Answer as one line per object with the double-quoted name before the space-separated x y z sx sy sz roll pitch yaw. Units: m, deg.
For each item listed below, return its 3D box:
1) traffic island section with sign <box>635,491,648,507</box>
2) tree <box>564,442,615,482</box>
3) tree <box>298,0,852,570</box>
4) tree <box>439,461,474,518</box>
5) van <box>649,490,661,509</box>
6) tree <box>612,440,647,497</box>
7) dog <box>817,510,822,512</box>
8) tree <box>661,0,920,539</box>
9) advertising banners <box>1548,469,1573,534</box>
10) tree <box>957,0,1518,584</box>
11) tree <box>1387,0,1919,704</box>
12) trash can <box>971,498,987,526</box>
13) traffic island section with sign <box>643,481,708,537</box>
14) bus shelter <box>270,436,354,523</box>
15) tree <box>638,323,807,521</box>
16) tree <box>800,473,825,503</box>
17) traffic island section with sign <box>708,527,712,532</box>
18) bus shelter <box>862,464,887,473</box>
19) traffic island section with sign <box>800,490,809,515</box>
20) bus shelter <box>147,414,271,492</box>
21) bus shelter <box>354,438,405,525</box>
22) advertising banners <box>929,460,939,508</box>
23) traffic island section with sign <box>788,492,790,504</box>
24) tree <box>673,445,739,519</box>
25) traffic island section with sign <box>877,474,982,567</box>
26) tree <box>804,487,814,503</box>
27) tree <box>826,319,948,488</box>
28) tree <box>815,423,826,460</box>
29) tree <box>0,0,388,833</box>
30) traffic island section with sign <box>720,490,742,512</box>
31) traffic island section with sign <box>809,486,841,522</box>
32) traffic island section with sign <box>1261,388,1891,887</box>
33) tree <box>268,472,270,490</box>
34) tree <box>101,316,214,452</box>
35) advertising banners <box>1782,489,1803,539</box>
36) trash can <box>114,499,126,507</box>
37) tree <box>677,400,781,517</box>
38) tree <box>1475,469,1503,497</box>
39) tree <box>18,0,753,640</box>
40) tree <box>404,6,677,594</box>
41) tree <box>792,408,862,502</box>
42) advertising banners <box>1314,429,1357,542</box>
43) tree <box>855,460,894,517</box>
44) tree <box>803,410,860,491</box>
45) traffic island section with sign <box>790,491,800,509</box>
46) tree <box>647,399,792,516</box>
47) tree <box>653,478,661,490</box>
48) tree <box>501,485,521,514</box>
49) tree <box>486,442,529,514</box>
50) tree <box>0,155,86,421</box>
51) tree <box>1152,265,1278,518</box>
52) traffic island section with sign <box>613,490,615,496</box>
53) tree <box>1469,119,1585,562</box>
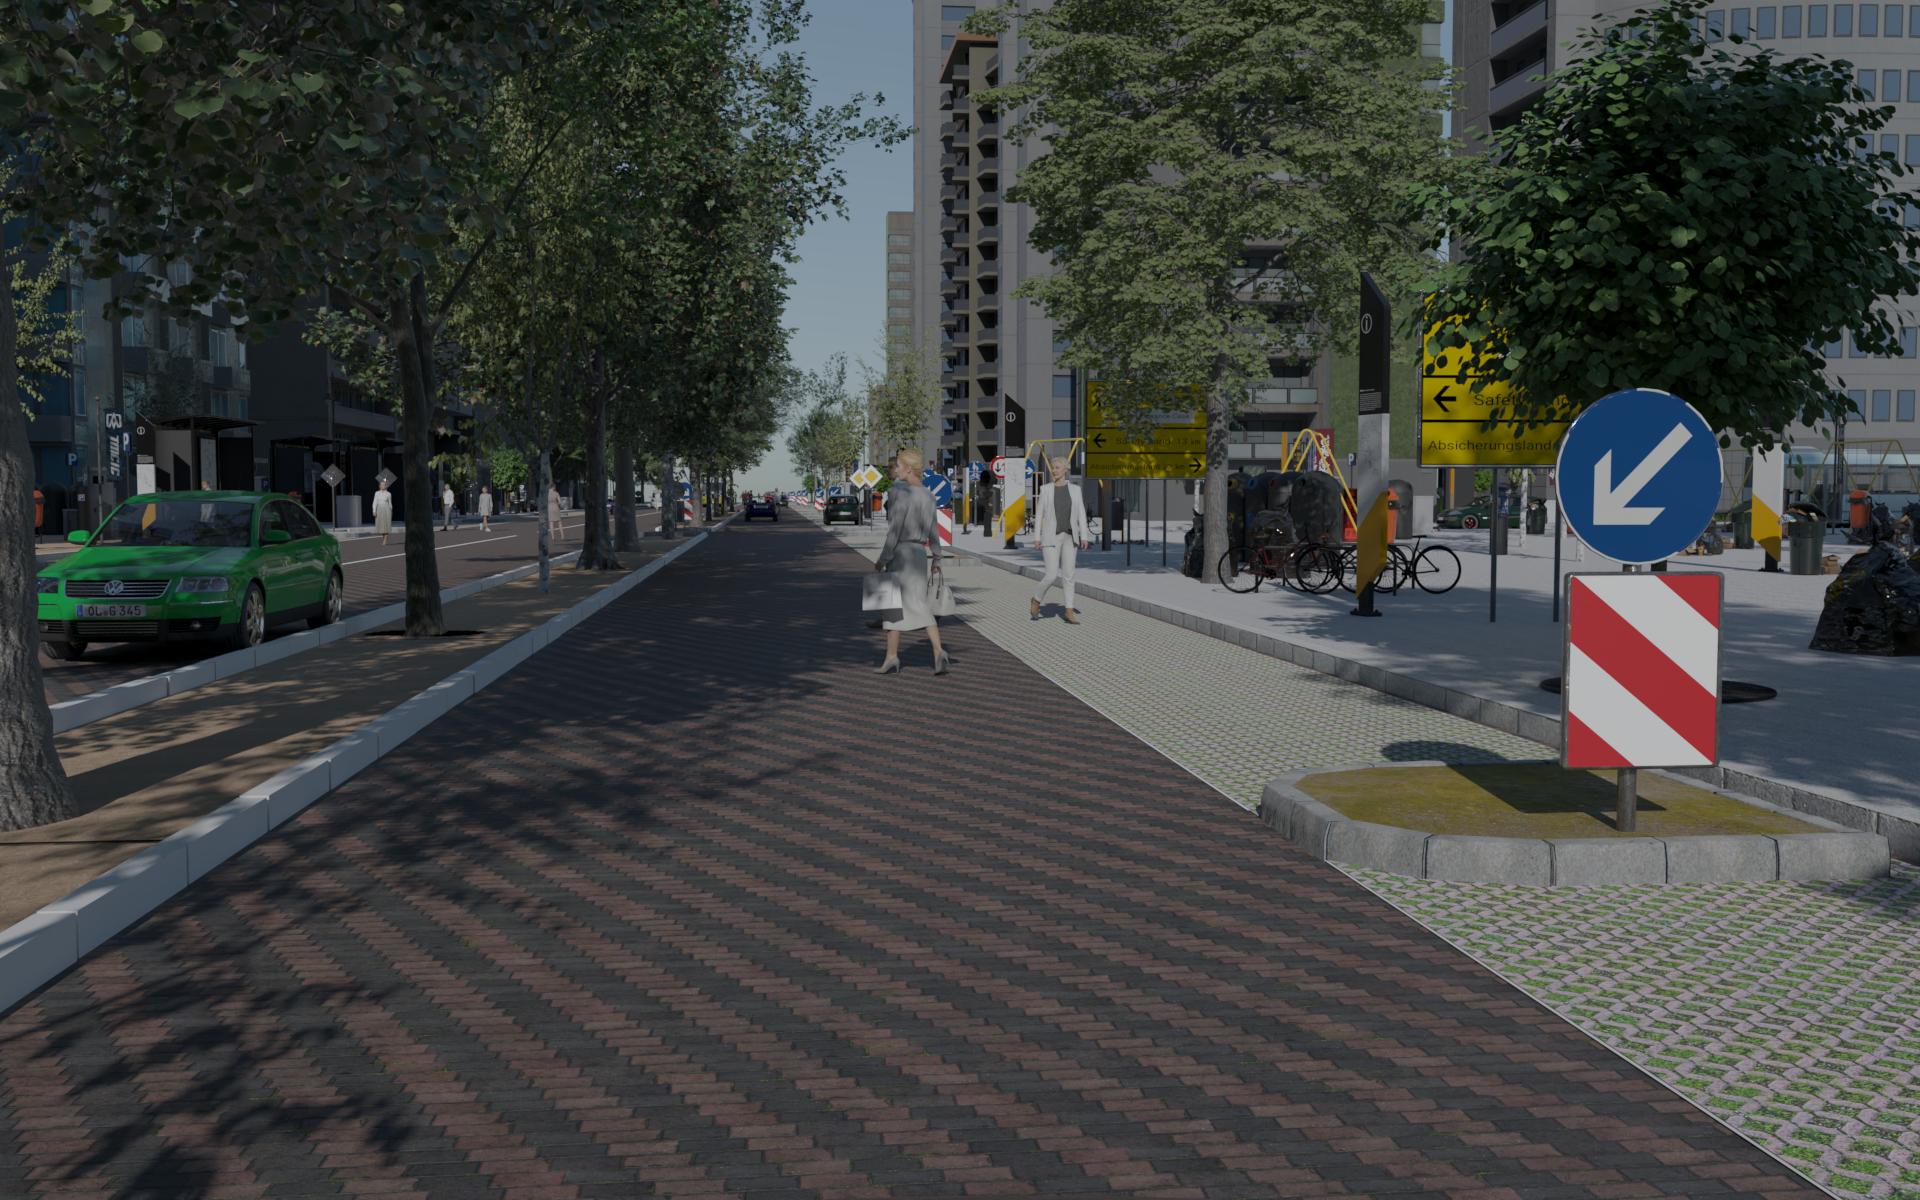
"traffic island section with sign" -35.417 -11.152 190.956 1.989 1.847 2.006 0 4 -6
"tree" -36.624 -15.409 170.058 7.486 12.596 7.792 0 3 0
"tree" -6.850 -6.903 32.328 9.611 12.733 9.660 0 3 0
"tree" -26.482 -5.926 91.486 1.663 3.219 1.824 0 3 0
"van" -30.102 -10.176 173.392 2.013 2.044 4.112 -1 4 -8
"tree" -39.044 -15.987 195.804 8.767 10.594 7.601 0 4 6
"dog" -11.173 -7.334 136.744 0.800 0.831 0.513 -2 4 -30
"tree" -7.892 -11.920 53.240 12.611 20.169 13.585 0 3 0
"advertising banners" 19.616 -3.618 55.341 0.090 3.025 2.074 -3 4 -36
"tree" 3.815 -6.483 24.117 7.486 12.596 7.792 0 3 0
"tree" 4.579 -1.674 11.079 4.285 4.588 4.351 0 3 0
"trash can" 0.793 -3.620 70.837 0.748 1.137 0.748 0 3 0
"traffic island section with sign" -9.716 -3.107 58.934 2.006 1.907 1.989 0 4 -6
"bus shelter" -27.257 -4.983 72.762 1.731 3.624 6.357 0 4 -6
"tree" -13.179 -10.854 90.289 12.009 13.543 11.850 0 3 0
"tree" -20.600 -15.734 240.960 4.285 4.588 4.351 0 3 0
"traffic island section with sign" -10.512 -3.557 66.298 2.006 1.907 1.989 0 4 -6
"bus shelter" -6.694 -8.913 137.012 1.731 3.624 6.357 0 4 -6
"traffic island section with sign" -9.544 -6.566 115.982 1.989 1.847 2.006 0 4 -6
"bus shelter" -23.291 -3.820 53.736 1.731 3.624 6.357 0 4 -6
"bus shelter" -25.302 -5.174 75.877 1.731 3.624 6.357 0 4 -6
"advertising banners" -1.064 -5.788 90.824 0.090 3.025 2.074 2 4 33
"traffic island section with sign" -18.027 -11.313 193.587 1.989 1.847 2.006 0 4 -6
"tree" -14.224 -8.929 98.804 4.360 8.622 3.978 0 3 0
"traffic island section with sign" -0.661 -1.602 34.829 1.989 1.847 2.006 0 4 -6
"tree" -21.956 -15.899 254.545 1.663 3.219 1.824 0 3 0
"tree" -2.305 -7.433 71.891 4.737 8.622 4.395 0 3 0
"tree" -7.965 -10.550 122.860 4.737 8.622 4.395 0 3 0
"tree" -4.202 -5.987 6.997 9.857 13.997 8.962 0 3 0
"traffic island section with sign" -18.694 -8.126 140.992 2.006 1.907 1.989 0 4 -6
"traffic island section with sign" -6.543 -4.889 88.558 1.989 1.847 2.006 0 4 -6
"traffic island section with sign" 2.357 0.084 7.250 1.989 1.847 2.006 0 4 -6
"tree" -31.817 -5.344 81.970 1.663 3.219 1.824 0 3 0
"tree" -31.995 -7.309 69.866 4.360 8.622 3.978 0 3 0
"advertising banners" 23.850 -3.291 49.991 0.090 3.025 2.074 0 4 3
"trash can" -22.373 -2.143 46.695 0.748 1.137 0.748 0 3 0
"tree" -14.846 -11.342 106.021 7.486 12.596 7.792 0 3 0
"tree" 24.833 -5.400 82.890 1.663 3.219 1.824 0 3 0
"tree" -5.527 -5.445 17.242 9.928 11.665 9.643 0 3 0
"tree" -6.011 -4.399 24.744 4.737 8.622 4.395 0 3 0
"tree" -14.448 -15.426 186.626 8.767 10.594 7.601 -2 4 -34
"advertising banners" 10.479 -3.058 46.194 2.074 3.025 0.090 1 4 17
"tree" -4.542 -6.310 97.768 1.663 3.219 1.824 0 3 0
"tree" -11.339 -12.670 157.508 4.360 8.622 3.978 0 3 0
"traffic island section with sign" -14.992 -9.620 165.914 1.989 1.847 2.006 0 4 -6
"tree" -15.736 -10.841 114.126 8.767 10.594 7.601 0 4 -6
"tree" -45.804 -17.318 266.860 4.285 4.588 4.351 0 3 0
"tree" -29.487 -7.295 113.873 1.663 3.219 1.824 0 3 0
"tree" -28.787 -7.711 109.793 4.285 4.588 4.351 0 3 0
"tree" -20.941 -5.277 36.650 4.737 8.622 4.395 0 3 0
"tree" 7.594 -6.356 54.286 4.360 8.622 3.978 0 3 0
"traffic island section with sign" -32.434 -9.487 163.741 1.989 1.847 2.006 0 4 -6
"tree" 11.540 -5.030 32.595 4.737 8.622 4.395 0 3 0
